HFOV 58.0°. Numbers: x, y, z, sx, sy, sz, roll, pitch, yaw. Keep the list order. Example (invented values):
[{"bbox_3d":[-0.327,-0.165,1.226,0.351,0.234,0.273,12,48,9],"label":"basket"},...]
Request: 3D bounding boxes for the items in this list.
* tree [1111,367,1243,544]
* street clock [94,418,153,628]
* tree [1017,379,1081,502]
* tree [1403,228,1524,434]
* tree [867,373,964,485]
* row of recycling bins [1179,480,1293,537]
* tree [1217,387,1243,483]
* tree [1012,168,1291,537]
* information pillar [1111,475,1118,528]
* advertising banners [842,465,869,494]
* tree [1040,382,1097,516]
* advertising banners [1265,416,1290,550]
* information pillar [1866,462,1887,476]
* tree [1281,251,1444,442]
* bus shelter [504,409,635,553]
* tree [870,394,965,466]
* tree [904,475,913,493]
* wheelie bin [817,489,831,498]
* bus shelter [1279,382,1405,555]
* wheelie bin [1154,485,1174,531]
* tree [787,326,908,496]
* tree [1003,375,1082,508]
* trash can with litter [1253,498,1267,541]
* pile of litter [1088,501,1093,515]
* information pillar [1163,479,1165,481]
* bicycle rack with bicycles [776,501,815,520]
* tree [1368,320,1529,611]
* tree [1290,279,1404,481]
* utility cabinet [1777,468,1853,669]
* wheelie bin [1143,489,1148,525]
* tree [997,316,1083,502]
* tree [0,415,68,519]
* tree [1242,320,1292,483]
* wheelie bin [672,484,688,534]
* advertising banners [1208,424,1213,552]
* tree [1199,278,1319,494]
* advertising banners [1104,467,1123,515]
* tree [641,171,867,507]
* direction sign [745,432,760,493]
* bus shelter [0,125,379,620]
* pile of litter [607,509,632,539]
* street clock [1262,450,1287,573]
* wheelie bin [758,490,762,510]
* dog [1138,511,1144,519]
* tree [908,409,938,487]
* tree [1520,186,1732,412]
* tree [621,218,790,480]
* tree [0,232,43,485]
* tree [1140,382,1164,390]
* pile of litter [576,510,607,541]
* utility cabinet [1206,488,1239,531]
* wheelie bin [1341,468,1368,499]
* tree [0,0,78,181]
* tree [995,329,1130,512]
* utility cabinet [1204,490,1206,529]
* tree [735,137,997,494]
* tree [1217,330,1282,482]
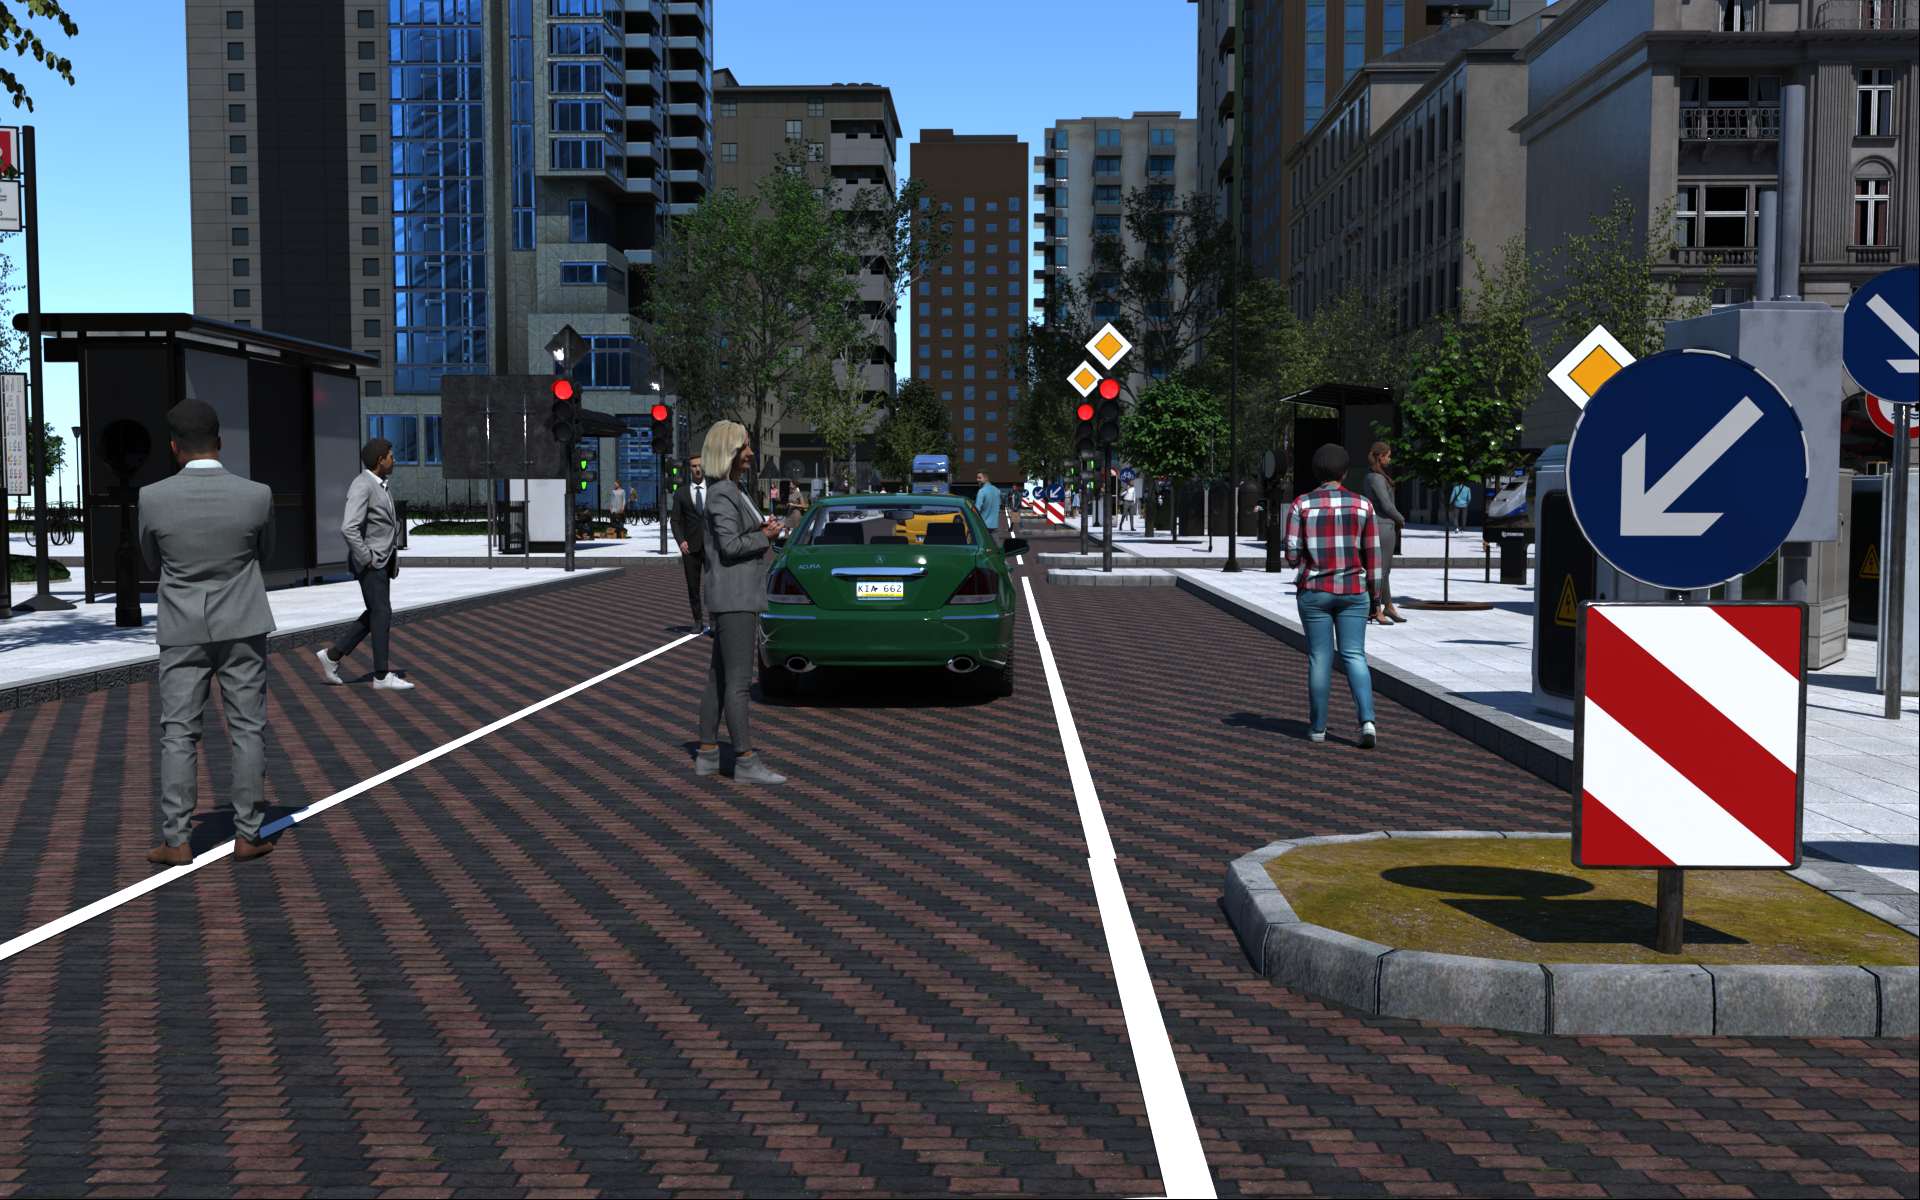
[{"bbox_3d":[5.632,-3.743,44.909,4.285,4.588,4.351,0,3,0],"label":"tree"},{"bbox_3d":[-8.045,-0.742,16.702,0.471,2.002,0.358,-3,5,-42],"label":"street clock"},{"bbox_3d":[8.388,-13.675,149.347,9.928,11.665,9.643,0,3,0],"label":"tree"},{"bbox_3d":[14.848,-5.986,48.230,4.737,8.622,4.395,0,3,0],"label":"tree"},{"bbox_3d":[-4.298,-15.091,163.752,9.611,12.733,9.660,0,3,0],"label":"tree"},{"bbox_3d":[8.401,-2.781,52.575,3.534,1.692,1.069,1,4,12],"label":"row of recycling bins"},{"bbox_3d":[16.360,-9.050,98.322,4.737,8.622,4.395,0,3,0],"label":"tree"},{"bbox_3d":[5.504,-7.116,50.752,8.767,10.594,7.601,1,4,15],"label":"tree"},{"bbox_3d":[5.894,-3.792,66.498,0.304,2.012,0.304,1,4,10],"label":"information pillar"},{"bbox_3d":[-6.305,-6.655,105.002,2.074,3.025,0.090,2,4,31],"label":"advertising banners"},{"bbox_3d":[6.709,-9.321,102.759,4.737,8.622,4.395,0,3,0],"label":"tree"},{"bbox_3d":[7.360,-2.688,40.132,0.090,3.025,2.074,0,4,-3],"label":"advertising banners"},{"bbox_3d":[20.922,-2.146,39.582,0.304,2.012,0.304,-2,4,-23],"label":"information pillar"},{"bbox_3d":[12.664,-6.308,53.495,4.360,8.622,3.978,0,3,0],"label":"tree"},{"bbox_3d":[-9.083,-2.822,40.057,2.014,3.302,5.546,0,4,1],"label":"bus shelter"},{"bbox_3d":[-4.481,-16.762,184.430,12.009,13.543,11.850,0,3,0],"label":"tree"},{"bbox_3d":[-4.452,-9.567,151.026,1.663,3.219,1.824,0,3,0],"label":"tree"},{"bbox_3d":[-8.454,-6.116,107.907,0.980,1.594,0.693,-1,4,-11],"label":"wheelie bin"},{"bbox_3d":[8.602,-2.946,39.450,1.731,3.624,6.357,0,4,1],"label":"bus shelter"},{"bbox_3d":[7.194,-3.239,60.860,0.693,1.594,0.980,1,4,10],"label":"wheelie bin"},{"bbox_3d":[-5.665,-7.712,76.447,4.737,8.622,4.395,0,3,0],"label":"tree"},{"bbox_3d":[7.865,-14.733,159.009,7.486,12.596,7.792,0,3,0],"label":"tree"},{"bbox_3d":[8.307,-2.211,47.534,0.624,1.170,1.055,0,4,3],"label":"trash can with litter"},{"bbox_3d":[8.264,-5.605,105.600,1.176,0.858,1.719,3,5,44],"label":"pile of litter"},{"bbox_3d":[9.451,-4.605,79.784,0.304,2.012,0.304,2,4,29],"label":"information pillar"},{"bbox_3d":[-7.261,-4.362,84.695,2.852,0.926,2.925,-3,5,-43],"label":"bicycle rack with bicycles"},{"bbox_3d":[5.344,-1.516,19.381,1.663,3.219,1.824,0,3,0],"label":"tree"},{"bbox_3d":[14.036,-6.726,60.335,4.737,8.622,4.395,0,3,0],"label":"tree"},{"bbox_3d":[6.449,-0.267,13.039,0.318,1.500,1.173,3,4,36],"label":"utility cabinet"},{"bbox_3d":[7.273,-3.529,65.601,0.693,1.594,0.980,0,4,0],"label":"wheelie bin"},{"bbox_3d":[10.837,-19.917,181.528,12.611,20.169,13.585,0,3,0],"label":"tree"},{"bbox_3d":[-33.708,-4.775,61.786,4.285,4.588,4.351,0,3,0],"label":"tree"},{"bbox_3d":[14.192,-7.187,67.872,4.737,8.622,4.395,0,3,0],"label":"tree"},{"bbox_3d":[-8.715,-2.885,55.075,0.980,1.594,0.693,1,4,19],"label":"wheelie bin"},{"bbox_3d":[5.649,-2.614,38.930,0.090,3.025,2.074,1,4,9],"label":"advertising banners"},{"bbox_3d":[15.569,-10.611,91.621,7.486,12.596,7.792,0,3,0],"label":"tree"},{"bbox_3d":[9.713,-6.851,108.204,0.090,3.025,2.074,-3,4,-37],"label":"advertising banners"},{"bbox_3d":[-6.551,-7.947,55.692,9.928,11.665,9.643,0,3,0],"label":"tree"},{"bbox_3d":[-7.696,-4.340,62.953,0.876,3.537,0.379,1,4,9],"label":"direction sign"},{"bbox_3d":[-9.868,-2.685,21.536,2.179,5.291,8.768,0,4,1],"label":"bus shelter"},{"bbox_3d":[-10.125,-2.210,50.093,1.176,0.858,1.719,-1,4,-19],"label":"pile of litter"},{"bbox_3d":[5.126,-1.450,28.273,0.358,2.002,0.471,-1,4,-17],"label":"street clock"},{"bbox_3d":[-10.127,-4.743,85.452,0.693,1.594,0.980,-1,4,-8],"label":"wheelie bin"},{"bbox_3d":[9.630,-4.435,90.253,0.748,0.427,0.550,0,4,-5],"label":"dog"},{"bbox_3d":[-4.239,-11.992,146.435,4.737,8.622,4.395,0,3,0],"label":"tree"},{"bbox_3d":[16.407,-5.626,42.353,4.737,8.622,4.395,0,3,0],"label":"tree"},{"bbox_3d":[-7.037,-5.915,47.069,4.360,8.622,3.978,0,3,0],"label":"tree"},{"bbox_3d":[-25.993,-5.799,45.178,4.360,8.622,3.978,0,3,0],"label":"tree"},{"bbox_3d":[13.093,-9.708,109.081,4.737,8.622,4.395,0,3,0],"label":"tree"},{"bbox_3d":[-10.664,-2.084,48.041,1.176,0.858,1.719,0,4,4],"label":"pile of litter"},{"bbox_3d":[9.137,-3.098,59.332,1.173,1.500,0.318,2,4,30],"label":"utility cabinet"},{"bbox_3d":[4.784,-0.826,21.409,0.980,1.594,0.693,3,4,37],"label":"wheelie bin"},{"bbox_3d":[-7.653,-3.768,11.976,4.737,8.622,4.395,0,3,0],"label":"tree"},{"bbox_3d":[7.600,-13.273,127.384,12.009,13.543,11.850,0,3,0],"label":"tree"},{"bbox_3d":[8.758,-3.340,63.295,0.318,1.500,1.173,-3,5,-44],"label":"utility cabinet"},{"bbox_3d":[-7.354,-14.583,94.321,12.611,20.169,13.585,0,3,0],"label":"tree"},{"bbox_3d":[13.461,-7.630,75.105,4.360,8.622,3.978,0,3,0],"label":"tree"}]
